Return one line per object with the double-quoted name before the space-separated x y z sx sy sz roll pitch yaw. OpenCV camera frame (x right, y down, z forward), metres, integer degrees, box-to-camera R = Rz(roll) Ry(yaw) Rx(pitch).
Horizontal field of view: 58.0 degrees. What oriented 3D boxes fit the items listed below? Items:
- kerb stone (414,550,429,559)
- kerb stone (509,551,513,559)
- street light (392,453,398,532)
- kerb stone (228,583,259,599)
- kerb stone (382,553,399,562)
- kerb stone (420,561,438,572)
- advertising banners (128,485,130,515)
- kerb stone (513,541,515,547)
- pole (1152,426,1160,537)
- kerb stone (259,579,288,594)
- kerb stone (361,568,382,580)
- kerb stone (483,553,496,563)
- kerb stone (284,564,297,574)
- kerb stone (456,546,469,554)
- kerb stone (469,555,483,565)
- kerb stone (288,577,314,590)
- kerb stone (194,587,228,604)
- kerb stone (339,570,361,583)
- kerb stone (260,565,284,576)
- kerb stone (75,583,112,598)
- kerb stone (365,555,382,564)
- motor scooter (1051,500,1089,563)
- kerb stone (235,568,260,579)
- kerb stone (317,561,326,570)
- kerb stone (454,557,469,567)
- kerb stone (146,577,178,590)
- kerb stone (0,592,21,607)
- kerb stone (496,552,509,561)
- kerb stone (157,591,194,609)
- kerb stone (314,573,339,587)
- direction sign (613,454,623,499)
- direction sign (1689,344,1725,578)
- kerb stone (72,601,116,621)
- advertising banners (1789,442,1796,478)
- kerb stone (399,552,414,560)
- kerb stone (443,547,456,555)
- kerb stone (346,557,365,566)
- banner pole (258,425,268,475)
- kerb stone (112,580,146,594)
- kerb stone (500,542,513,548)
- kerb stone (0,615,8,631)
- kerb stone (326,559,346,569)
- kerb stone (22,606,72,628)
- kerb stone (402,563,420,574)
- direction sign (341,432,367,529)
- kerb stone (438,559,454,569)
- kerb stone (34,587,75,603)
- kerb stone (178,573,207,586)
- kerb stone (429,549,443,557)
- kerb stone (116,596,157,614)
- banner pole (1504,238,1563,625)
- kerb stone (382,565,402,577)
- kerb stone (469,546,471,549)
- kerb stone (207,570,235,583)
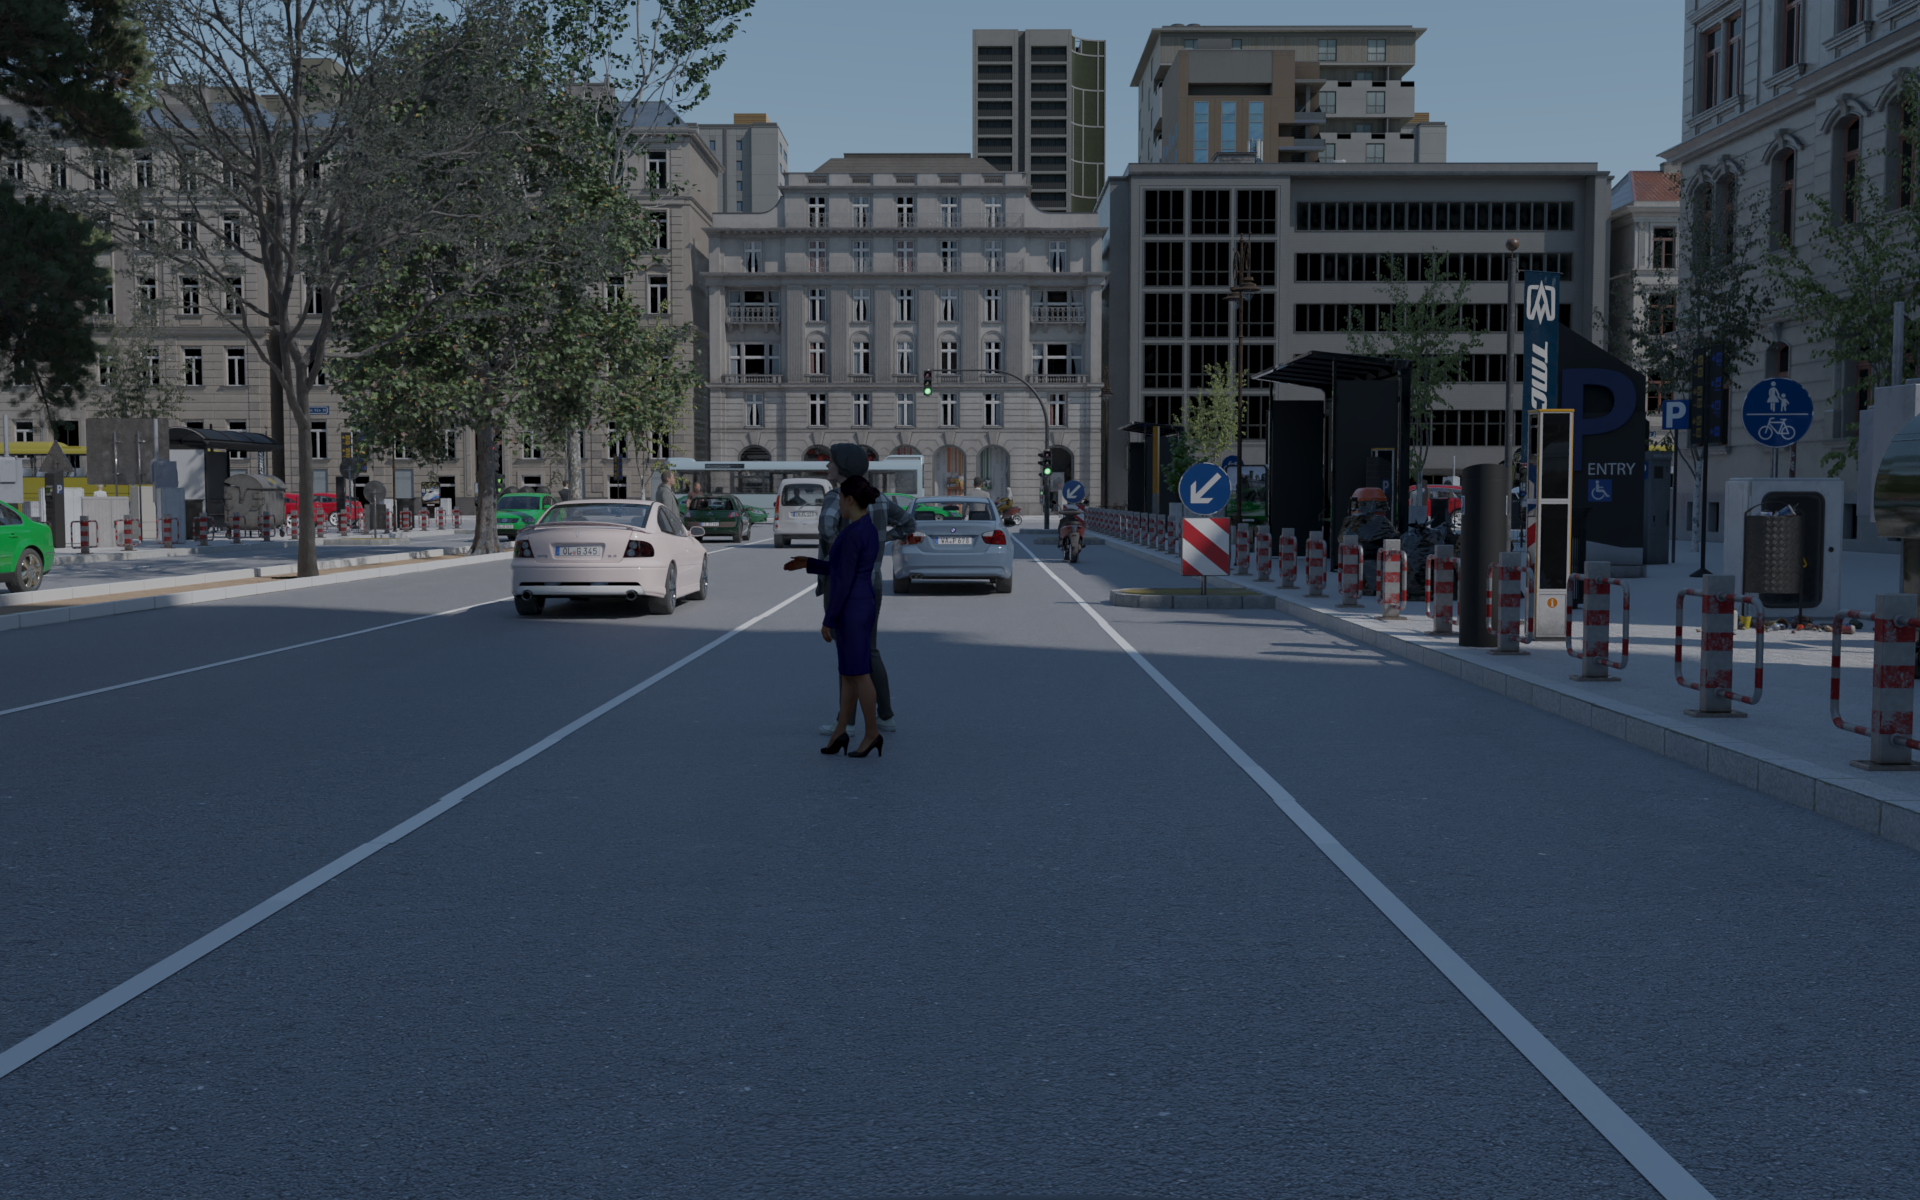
"kerb stone" -12.097 -1.001 38.560 0.120 0.150 1.000 0 4 0
"kerb stone" -9.994 -0.994 38.525 0.120 0.150 1.000 0 4 0
"street light" -19.190 -5.251 58.641 0.468 5.910 1.993 0 4 0
"kerb stone" -10.074 -0.118 24.146 0.120 0.150 1.000 0 4 0
"kerb stone" -12.103 -0.875 36.495 0.120 0.150 1.000 0 4 0
"kerb stone" -10.027 -0.619 32.373 0.120 0.150 1.000 0 4 0
"advertising banners" -25.225 -3.510 53.581 0.090 3.025 2.074 3 4 36
"kerb stone" -12.050 -1.500 46.787 0.120 0.150 1.000 0 4 0
"pole" 5.906 -3.569 52.192 0.158 3.312 0.155 0 3 0
"kerb stone" -10.072 -0.177 25.182 0.120 0.150 1.000 0 4 0
"kerb stone" -10.050 -0.434 29.294 0.120 0.150 1.000 0 4 0
"kerb stone" -10.013 -0.873 36.474 0.120 0.150 1.000 0 4 0
"kerb stone" -12.138 -0.558 31.346 0.120 0.150 1.000 0 4 0
"kerb stone" -12.077 -1.188 41.646 0.120 0.150 1.000 0 4 0
"kerb stone" -10.018 -0.811 35.449 0.120 0.150 1.000 0 4 0
"kerb stone" -10.064 -0.242 26.208 0.120 0.150 1.000 0 4 0
"kerb stone" -10.080 -0.056 23.116 0.120 0.150 1.000 0 4 0
"kerb stone" -10.053 -0.371 28.269 0.120 0.150 1.000 0 4 0
"kerb stone" -12.138 -0.497 30.316 0.120 0.150 1.000 0 4 0
"kerb stone" -12.175 -0.120 24.162 0.120 0.150 1.000 0 4 0
"kerb stone" -12.115 -0.811 35.451 0.120 0.150 1.000 0 4 0
"motor scooter" 2.341 -1.458 36.617 0.815 1.314 1.986 0 4 -2
"kerb stone" -12.152 -0.434 29.287 0.120 0.150 1.000 0 4 0
"kerb stone" -12.136 -0.622 32.371 0.120 0.150 1.000 0 4 0
"kerb stone" -10.024 -0.739 34.425 0.120 0.150 1.000 0 4 0
"kerb stone" -12.165 -0.246 26.212 0.120 0.150 1.000 0 4 0
"kerb stone" -12.184 0.005 22.112 0.120 0.150 1.000 0 4 0
"kerb stone" -10.004 -0.936 37.499 0.120 0.150 1.000 0 4 0
"kerb stone" -10.085 0.006 22.091 0.120 0.150 1.000 0 4 0
"kerb stone" -10.056 -0.301 27.242 0.120 0.150 1.000 0 4 0
"direction sign" -19.178 -6.433 97.170 0.379 3.537 0.876 -3 5 -44
"direction sign" 11.478 -2.120 26.665 0.379 3.537 0.876 0 4 -5
"kerb stone" -10.094 0.132 20.032 0.120 0.150 1.000 0 4 0
"advertising banners" 27.250 -3.806 58.420 2.074 3.025 0.090 0 4 -7
"kerb stone" -12.099 -0.936 37.529 0.120 0.150 1.000 0 4 0
"kerb stone" -12.082 -1.125 40.618 0.120 0.150 1.000 0 4 0
"kerb stone" -12.115 -0.748 34.425 0.120 0.150 1.000 0 4 0
"banner pole" -25.278 -4.458 62.902 0.401 3.779 0.863 0 4 8
"kerb stone" -12.169 -0.182 25.187 0.120 0.150 1.000 0 4 0
"kerb stone" -12.057 -1.441 45.756 0.120 0.150 1.000 0 4 0
"kerb stone" -10.103 0.262 17.982 0.120 0.150 1.000 0 4 0
"kerb stone" -12.123 -0.683 33.398 0.120 0.150 1.000 0 4 0
"kerb stone" -10.096 0.195 19.007 0.120 0.150 1.000 0 4 0
"kerb stone" -10.037 -0.560 31.345 0.120 0.150 1.000 0 4 0
"direction sign" -22.198 -4.374 63.505 0.876 3.537 0.379 -1 4 -10
"kerb stone" -10.026 -0.684 33.398 0.120 0.150 1.000 0 4 0
"kerb stone" -12.180 -0.058 23.137 0.120 0.150 1.000 0 4 0
"kerb stone" -12.159 -0.302 27.237 0.120 0.150 1.000 0 4 0
"kerb stone" -12.080 -1.064 39.589 0.120 0.150 1.000 0 4 0
"kerb stone" -10.098 0.069 21.066 0.120 0.150 1.000 0 4 0
"banner pole" 5.604 -1.658 17.126 0.863 3.779 0.401 -2 4 -26
"kerb stone" -10.037 -0.497 30.320 0.120 0.150 1.000 0 4 0
"kerb stone" -12.077 -1.248 42.671 0.120 0.150 1.000 0 4 0
"kerb stone" -12.152 -0.371 28.262 0.120 0.150 1.000 0 4 0
